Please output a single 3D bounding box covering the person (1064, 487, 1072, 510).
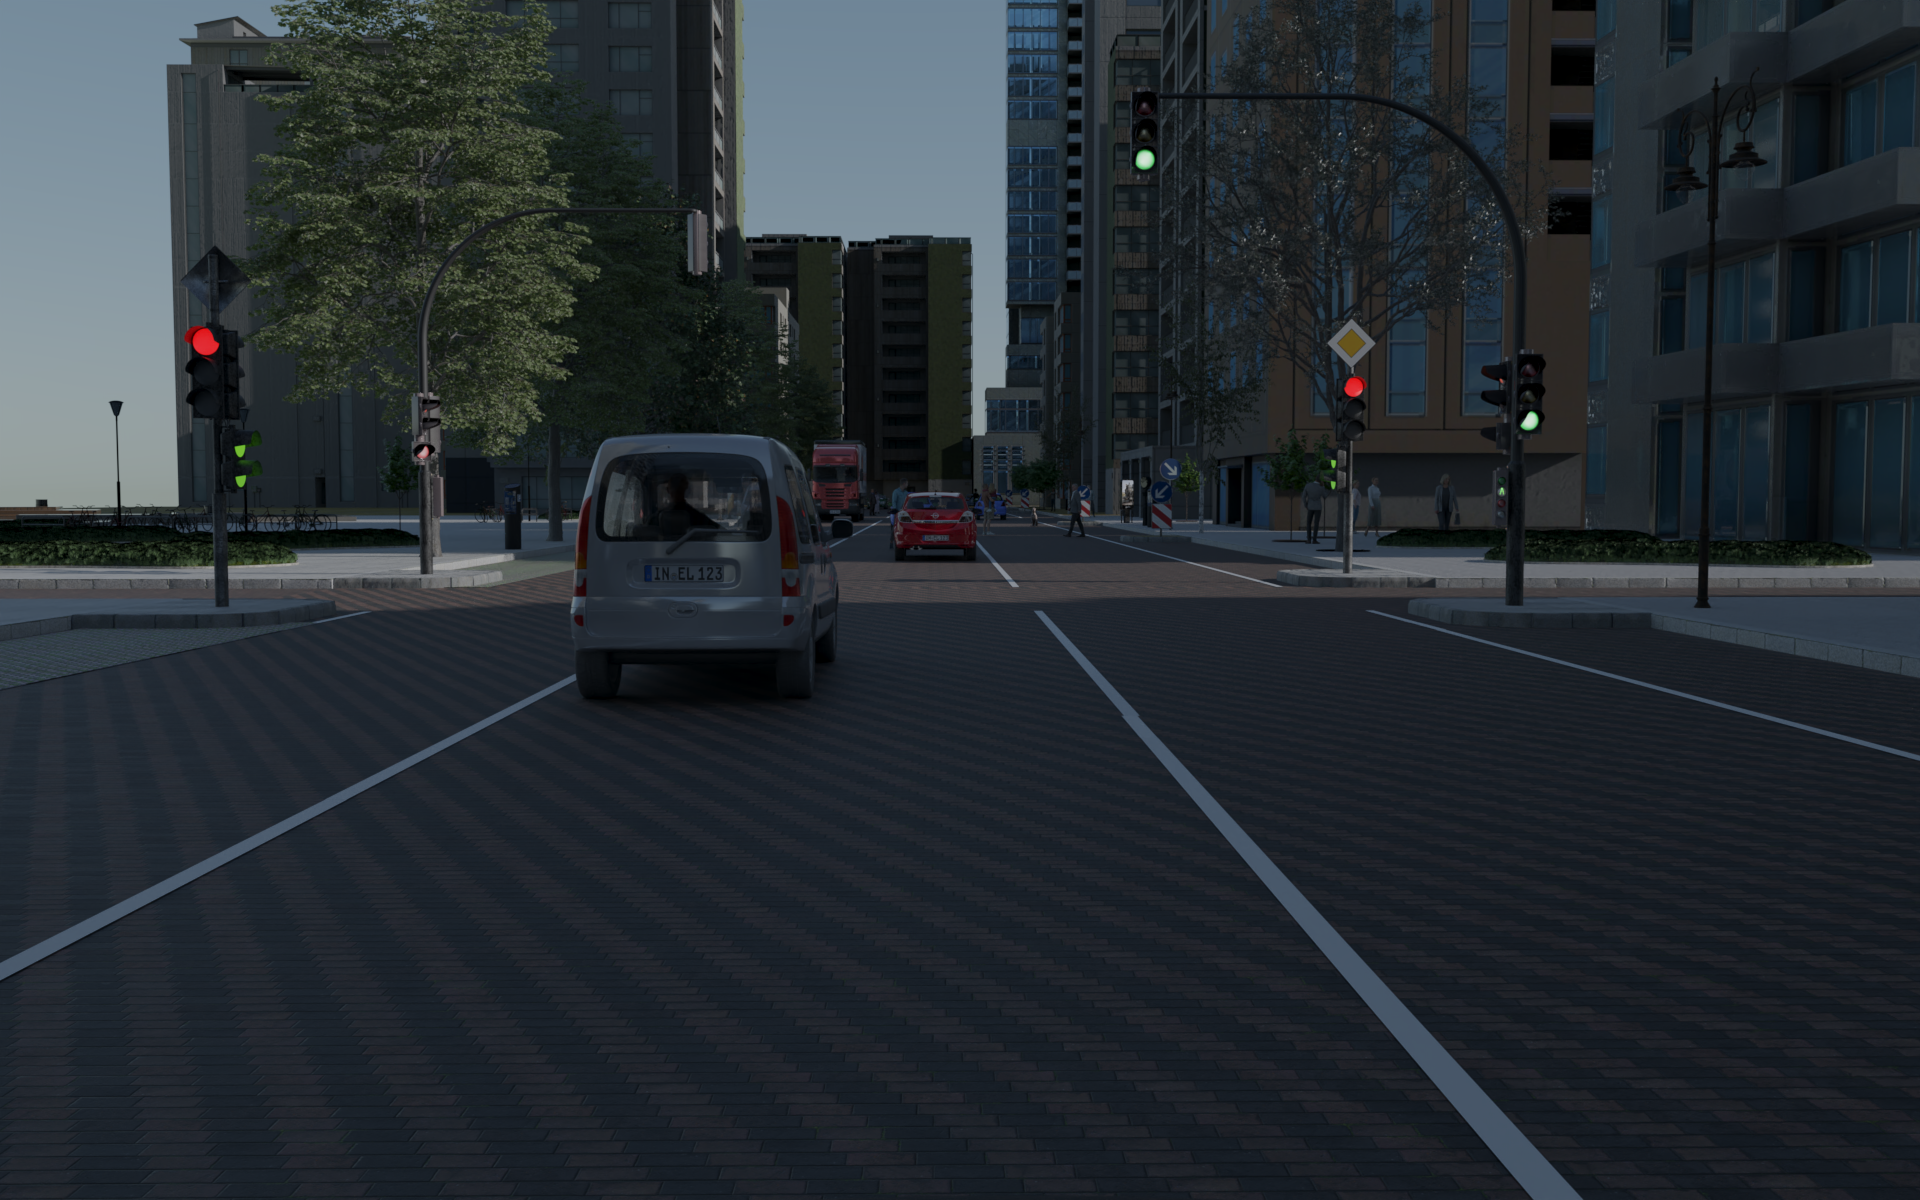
[{"bbox_3d":[8.501,-7.985,136.576,0.705,1.826,1.348,-2,4,-26],"label":"person"}]

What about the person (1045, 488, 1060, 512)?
[{"bbox_3d":[6.781,-7.331,126.630,1.217,1.735,0.721,2,4,34],"label":"person"}]

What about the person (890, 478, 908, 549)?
[{"bbox_3d":[-1.520,-2.227,44.781,0.638,1.841,0.748,-2,4,-28],"label":"person"}]

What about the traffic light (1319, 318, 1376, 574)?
[{"bbox_3d":[6.239,-2.381,27.855,0.839,4.253,0.868,0,4,-1],"label":"traffic light"}]

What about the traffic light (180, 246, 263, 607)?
[{"bbox_3d":[-8.397,-1.878,19.629,0.839,4.253,0.868,0,4,-1],"label":"traffic light"}]

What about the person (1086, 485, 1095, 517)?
[{"bbox_3d":[7.080,-5.460,95.798,0.782,1.767,0.515,1,4,11],"label":"person"}]

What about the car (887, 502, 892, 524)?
[{"bbox_3d":[-2.159,-3.961,76.564,2.131,1.459,4.920,0,4,-2],"label":"car"}]

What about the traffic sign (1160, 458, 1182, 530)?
[{"bbox_3d":[7.513,-3.773,61.802,0.768,2.556,0.104,0,4,4],"label":"traffic sign"}]

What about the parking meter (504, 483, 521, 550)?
[{"bbox_3d":[-10.362,-1.939,40.120,0.372,1.533,0.369,0,3,0],"label":"parking meter"}]

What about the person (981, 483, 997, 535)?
[{"bbox_3d":[1.020,-3.212,60.995,0.580,1.828,0.573,1,4,11],"label":"person"}]

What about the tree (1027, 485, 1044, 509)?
[{"bbox_3d":[6.694,-9.203,145.075,1.663,3.219,1.824,0,3,0],"label":"tree"}]

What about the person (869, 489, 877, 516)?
[{"bbox_3d":[-5.754,-6.472,114.864,0.434,1.755,0.990,2,4,29],"label":"person"}]

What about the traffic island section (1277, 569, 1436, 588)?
[{"bbox_3d":[6.279,-0.348,27.970,2.009,0.180,2.903,0,4,-1],"label":"traffic island section"}]

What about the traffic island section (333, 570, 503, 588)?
[{"bbox_3d":[-8.560,-0.334,27.747,2.009,0.180,2.903,0,4,-1],"label":"traffic island section"}]

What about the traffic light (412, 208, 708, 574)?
[{"bbox_3d":[-6.430,-3.242,27.680,4.771,5.953,1.251,0,4,-1],"label":"traffic light"}]

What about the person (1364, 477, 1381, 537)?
[{"bbox_3d":[12.292,-2.771,51.579,0.478,1.798,0.641,-2,4,-24],"label":"person"}]

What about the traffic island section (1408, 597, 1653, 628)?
[{"bbox_3d":[6.402,0.140,19.985,2.009,0.180,2.903,0,4,-1],"label":"traffic island section"}]

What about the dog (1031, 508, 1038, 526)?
[{"bbox_3d":[3.410,-3.685,77.084,0.800,0.831,0.513,-3,4,-39],"label":"dog"}]

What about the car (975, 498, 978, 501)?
[{"bbox_3d":[2.149,-7.561,132.416,1.959,1.807,4.718,0,4,0],"label":"car"}]

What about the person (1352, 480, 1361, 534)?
[{"bbox_3d":[12.583,-2.986,55.543,0.598,1.740,0.731,-1,4,-9],"label":"person"}]

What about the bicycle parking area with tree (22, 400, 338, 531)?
[{"bbox_3d":[-24.786,-4.191,55.530,9.016,4.147,8.231,2,4,35],"label":"bicycle parking area with tree"}]

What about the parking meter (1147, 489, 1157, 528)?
[{"bbox_3d":[7.388,-3.556,66.549,0.372,1.533,0.369,0,3,0],"label":"parking meter"}]

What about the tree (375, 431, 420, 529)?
[{"bbox_3d":[-16.929,-3.512,52.022,1.663,3.219,1.824,0,3,0],"label":"tree"}]

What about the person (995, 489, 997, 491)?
[{"bbox_3d":[2.804,-7.884,137.338,1.348,1.831,0.705,-1,4,-11],"label":"person"}]

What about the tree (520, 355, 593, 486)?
[{"bbox_3d":[-16.901,-7.490,72.822,4.737,8.622,4.395,0,3,0],"label":"tree"}]

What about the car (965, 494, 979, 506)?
[{"bbox_3d":[1.254,-10.100,177.131,2.014,1.417,4.499,0,4,-2],"label":"car"}]

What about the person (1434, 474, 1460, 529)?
[{"bbox_3d":[12.424,-2.316,44.086,0.709,1.800,0.728,0,4,6],"label":"person"}]

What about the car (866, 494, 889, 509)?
[{"bbox_3d":[-7.780,-9.288,163.652,2.131,1.459,4.920,0,4,1],"label":"car"}]

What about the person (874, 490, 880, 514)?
[{"bbox_3d":[-6.159,-7.208,127.027,0.551,1.740,0.621,-1,4,-18],"label":"person"}]

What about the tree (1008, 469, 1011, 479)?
[{"bbox_3d":[6.110,-10.999,163.545,4.285,4.588,4.351,0,3,0],"label":"tree"}]

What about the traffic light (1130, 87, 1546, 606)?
[{"bbox_3d":[4.272,-2.754,19.698,4.771,5.953,1.251,0,4,-1],"label":"traffic light"}]

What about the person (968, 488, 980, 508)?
[{"bbox_3d":[1.203,-7.790,135.495,1.348,1.869,0.705,-3,5,-44],"label":"person"}]

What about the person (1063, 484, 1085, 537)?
[{"bbox_3d":[3.773,-2.971,57.481,0.834,1.777,0.661,-1,4,-15],"label":"person"}]

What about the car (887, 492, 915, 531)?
[{"bbox_3d":[-1.770,-3.405,65.265,1.945,1.707,3.694,0,4,-2],"label":"car"}]

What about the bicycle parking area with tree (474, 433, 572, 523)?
[{"bbox_3d":[-17.714,-5.729,80.677,8.231,4.147,9.016,1,4,22],"label":"bicycle parking area with tree"}]

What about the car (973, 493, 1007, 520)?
[{"bbox_3d":[1.695,-5.353,97.107,1.945,1.707,3.694,0,4,-2],"label":"car"}]

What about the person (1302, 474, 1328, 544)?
[{"bbox_3d":[9.125,-2.346,44.588,0.592,1.802,0.473,3,5,40],"label":"person"}]

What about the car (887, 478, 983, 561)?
[{"bbox_3d":[-0.557,-1.815,38.719,2.155,1.783,4.494,0,4,-1],"label":"car"}]

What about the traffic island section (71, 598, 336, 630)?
[{"bbox_3d":[-8.437,0.154,19.763,2.009,0.180,2.903,0,4,-1],"label":"traffic island section"}]
